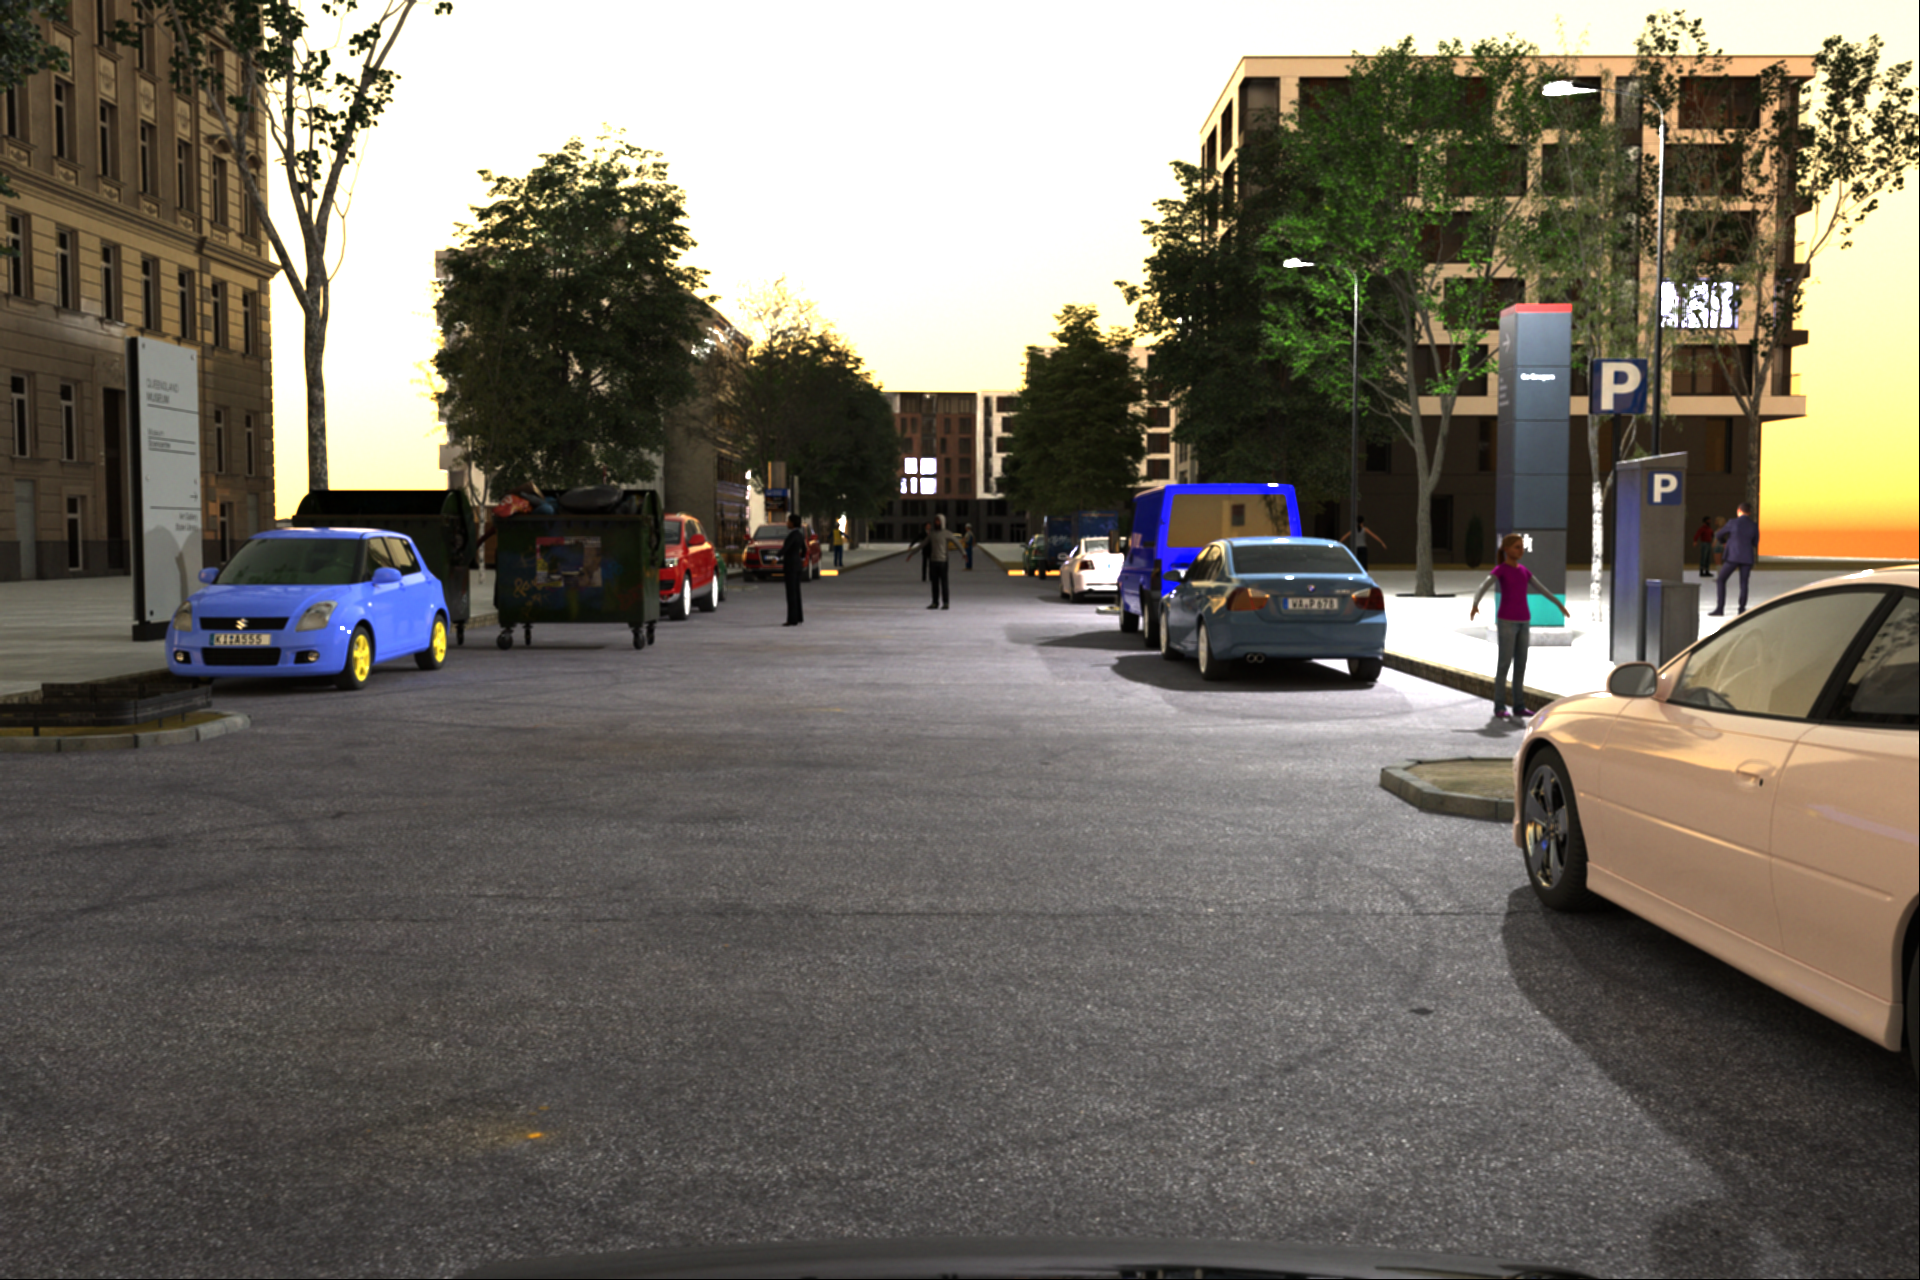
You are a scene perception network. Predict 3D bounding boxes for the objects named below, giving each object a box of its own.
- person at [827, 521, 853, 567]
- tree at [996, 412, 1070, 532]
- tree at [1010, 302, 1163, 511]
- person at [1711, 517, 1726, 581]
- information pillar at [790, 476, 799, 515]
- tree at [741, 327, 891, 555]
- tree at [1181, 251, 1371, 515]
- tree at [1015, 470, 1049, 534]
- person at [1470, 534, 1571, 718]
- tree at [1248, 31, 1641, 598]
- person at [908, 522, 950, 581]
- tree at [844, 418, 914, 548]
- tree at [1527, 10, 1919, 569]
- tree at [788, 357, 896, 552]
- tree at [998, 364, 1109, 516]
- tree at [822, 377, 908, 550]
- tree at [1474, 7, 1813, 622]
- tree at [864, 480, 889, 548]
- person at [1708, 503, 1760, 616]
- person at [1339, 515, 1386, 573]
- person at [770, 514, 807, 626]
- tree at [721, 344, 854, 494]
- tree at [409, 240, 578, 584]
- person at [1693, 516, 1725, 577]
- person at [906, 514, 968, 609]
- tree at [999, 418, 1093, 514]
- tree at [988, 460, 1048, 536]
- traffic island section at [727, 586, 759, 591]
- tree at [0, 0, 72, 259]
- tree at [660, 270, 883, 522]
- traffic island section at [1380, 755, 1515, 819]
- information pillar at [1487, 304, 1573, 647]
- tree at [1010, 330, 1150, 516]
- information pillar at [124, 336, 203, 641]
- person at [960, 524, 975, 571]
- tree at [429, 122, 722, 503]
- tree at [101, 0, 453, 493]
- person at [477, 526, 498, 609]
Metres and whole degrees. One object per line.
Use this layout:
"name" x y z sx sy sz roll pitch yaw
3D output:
"person" -4.714 -3.746 67.709 1.216 1.772 0.721 2 4 30
"tree" 6.836 -13.938 146.012 7.486 12.596 7.792 0 3 0
"tree" 6.139 -10.243 85.597 7.486 12.596 7.792 0 3 0
"person" 20.490 -2.469 46.973 0.721 1.753 1.214 2 4 27
"information pillar" -6.708 -4.827 70.241 0.184 3.620 1.656 0 4 0
"tree" -8.863 -12.162 105.510 9.857 13.997 8.962 0 3 0
"tree" 12.334 -9.187 68.331 7.486 12.596 7.792 0 3 0
"tree" 6.854 -11.517 138.661 4.360 8.622 3.978 0 3 0
"person" 4.361 -0.110 13.528 0.991 1.433 0.599 -2 4 -25
"tree" 9.626 -6.692 35.168 9.928 11.665 9.643 0 3 0
"person" -0.965 -2.692 52.655 1.347 1.806 0.705 -1 4 -19
"tree" -9.205 -14.968 155.090 12.009 13.543 11.850 0 3 0
"tree" 27.823 -12.709 63.681 12.611 20.169 13.585 0 3 0
"tree" -9.292 -13.360 125.084 9.857 13.997 8.962 0 3 0
"tree" 6.081 -10.970 105.108 9.928 11.665 9.643 0 3 0
"tree" -8.818 -14.323 140.839 9.857 13.997 8.962 0 3 0
"tree" 9.134 -4.576 25.174 4.360 8.622 3.978 0 3 0
"tree" -8.503 -13.021 163.253 4.737 8.622 4.395 0 3 0
"person" 12.082 -1.258 27.058 0.683 1.767 0.568 0 4 4
"person" 9.823 -2.179 42.438 1.217 1.737 0.721 2 4 25
"person" -2.675 -1.094 27.073 0.721 1.740 1.216 1 4 17
"tree" -9.212 -10.316 94.420 9.928 11.665 9.643 0 3 0
"tree" -12.386 -5.728 44.017 4.360 8.622 3.978 0 3 0
"person" 22.507 -2.818 52.188 1.345 1.816 0.704 -2 4 -29
"person" -0.401 -1.493 32.995 1.348 1.813 0.705 2 4 30
"tree" 6.097 -11.254 118.419 7.601 10.594 8.767 -2 4 -26
"tree" 6.744 -13.572 156.306 8.767 10.594 7.601 -1 4 -10
"traffic island section" -6.188 -1.309 44.272 1.991 0.108 1.994 0 4 0
"tree" -12.159 -6.567 14.033 9.857 13.997 8.962 0 3 0
"tree" -8.968 -10.453 81.282 12.009 13.543 11.850 0 3 0
"traffic island section" 3.403 0.815 9.548 1.991 0.108 1.994 0 4 0
"information pillar" 6.561 -1.865 19.867 0.750 3.857 0.750 0 4 1
"tree" 6.599 -10.853 95.566 7.486 12.596 7.792 0 3 0
"information pillar" -9.808 -1.840 21.394 0.184 3.620 1.656 0 4 -1
"person" 0.310 -3.663 68.203 0.705 1.847 1.347 2 4 28
"tree" -12.442 -9.058 54.749 9.857 13.997 8.962 0 3 0
"tree" -13.377 -10.731 31.342 12.611 20.169 13.585 0 3 0
"person" -7.756 -1.395 29.620 1.215 1.729 0.721 0 4 3
